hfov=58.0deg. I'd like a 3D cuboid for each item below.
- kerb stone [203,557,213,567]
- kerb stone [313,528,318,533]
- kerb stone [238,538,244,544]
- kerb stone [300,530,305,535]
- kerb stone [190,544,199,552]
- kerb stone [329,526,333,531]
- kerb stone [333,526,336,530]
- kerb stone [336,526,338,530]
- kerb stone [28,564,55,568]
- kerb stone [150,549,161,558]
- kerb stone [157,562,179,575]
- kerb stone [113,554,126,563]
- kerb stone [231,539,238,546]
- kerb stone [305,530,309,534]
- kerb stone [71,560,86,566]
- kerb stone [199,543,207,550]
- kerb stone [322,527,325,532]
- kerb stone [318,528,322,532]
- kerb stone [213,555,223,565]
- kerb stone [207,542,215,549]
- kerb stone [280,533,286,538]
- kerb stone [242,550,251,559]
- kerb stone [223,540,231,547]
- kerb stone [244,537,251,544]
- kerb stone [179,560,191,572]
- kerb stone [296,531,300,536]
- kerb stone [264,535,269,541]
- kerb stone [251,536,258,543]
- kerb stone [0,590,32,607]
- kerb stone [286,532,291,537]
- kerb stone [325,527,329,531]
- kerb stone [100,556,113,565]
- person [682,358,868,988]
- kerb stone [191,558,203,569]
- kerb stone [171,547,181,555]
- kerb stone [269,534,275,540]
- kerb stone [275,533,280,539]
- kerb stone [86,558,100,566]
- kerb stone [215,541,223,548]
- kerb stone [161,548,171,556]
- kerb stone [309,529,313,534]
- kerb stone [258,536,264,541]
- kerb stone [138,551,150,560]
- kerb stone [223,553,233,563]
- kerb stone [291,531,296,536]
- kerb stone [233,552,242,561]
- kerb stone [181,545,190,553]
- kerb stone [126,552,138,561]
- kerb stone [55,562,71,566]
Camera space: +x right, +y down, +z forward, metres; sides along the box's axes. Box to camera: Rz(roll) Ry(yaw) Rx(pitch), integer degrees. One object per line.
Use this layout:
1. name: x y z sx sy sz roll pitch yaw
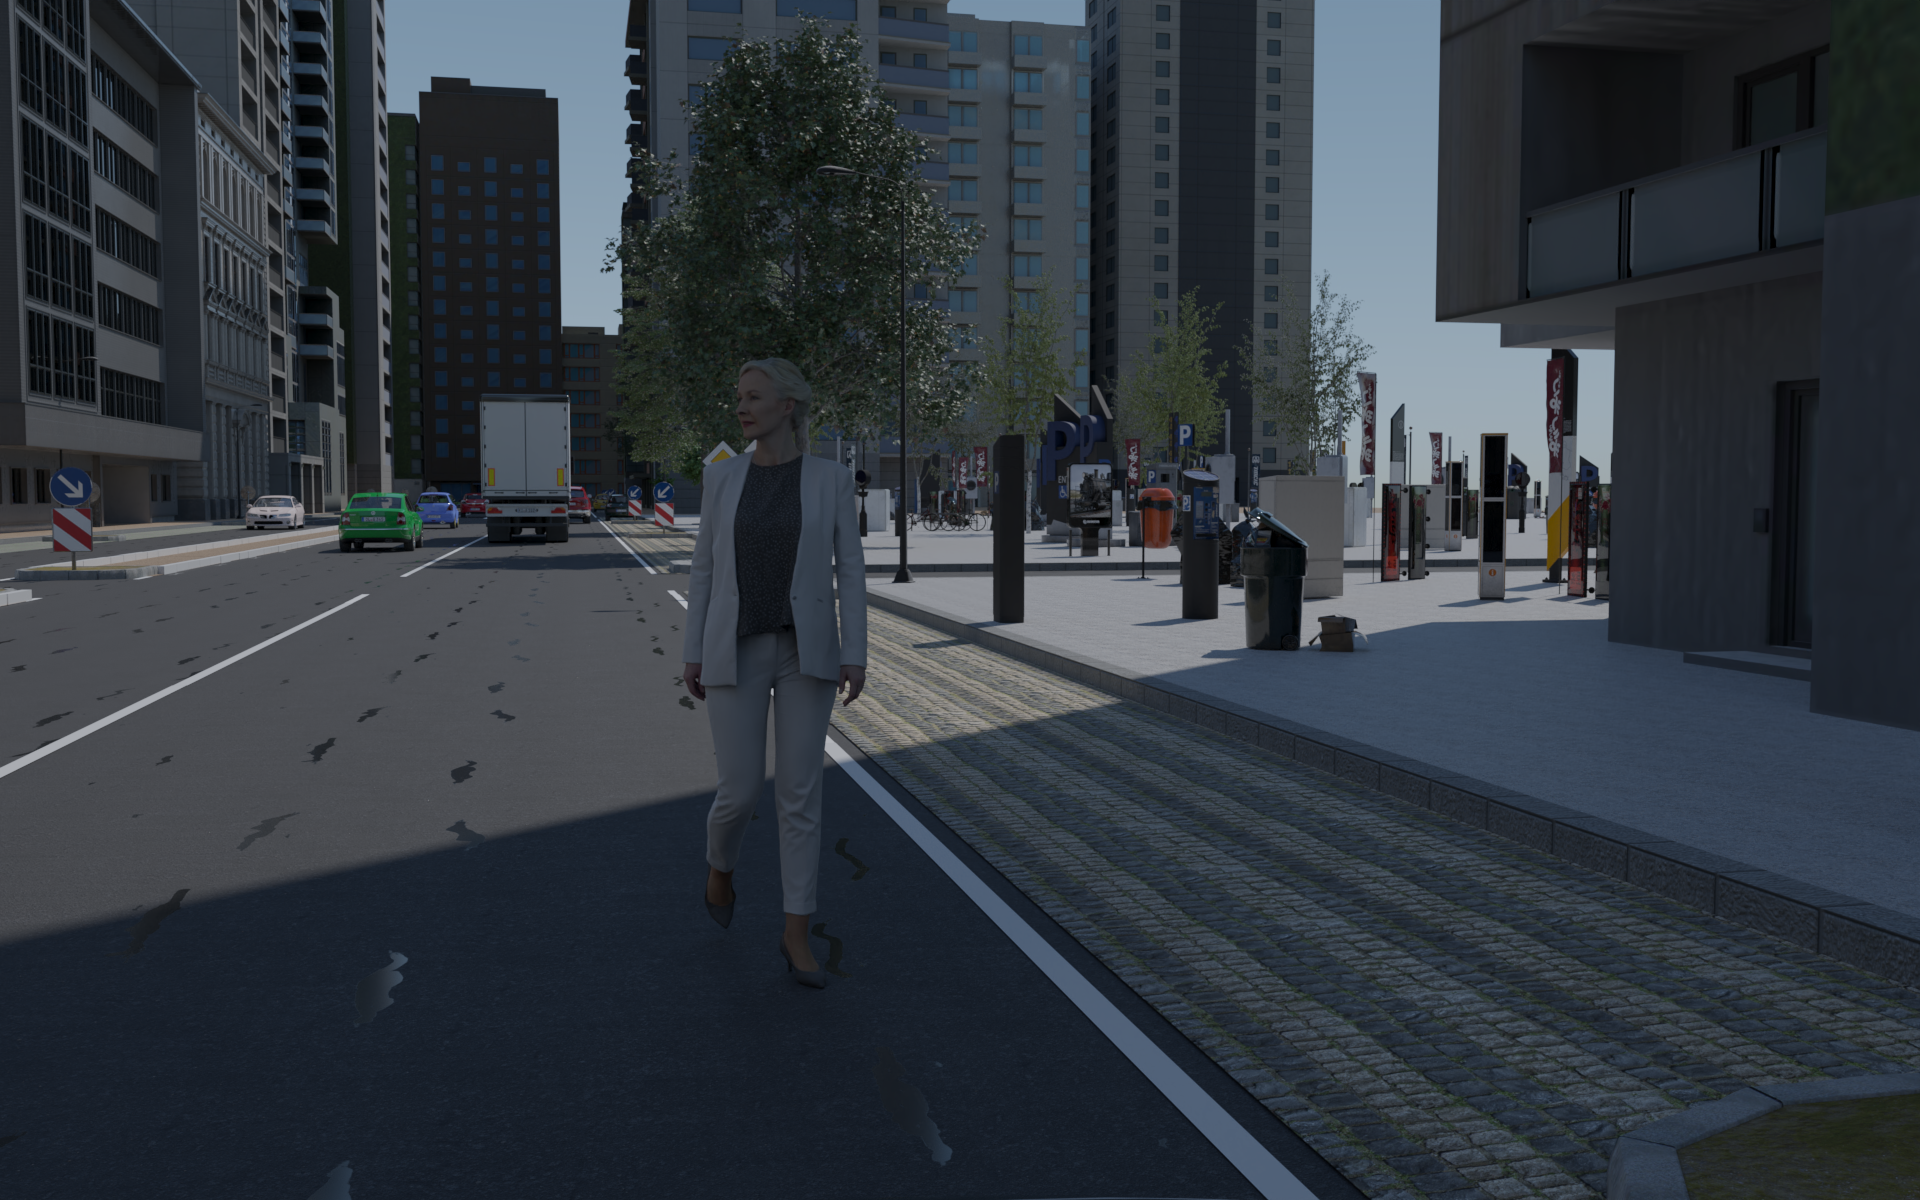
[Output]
1. kerb stone: -15.011 -0.736 34.303 0.120 0.150 1.000 -1 4 -13
2. kerb stone: -23.561 -2.490 62.915 0.120 0.150 1.000 -1 4 -13
3. kerb stone: -20.435 -1.633 48.901 0.120 0.150 1.000 -1 4 -13
4. kerb stone: -22.884 -2.305 59.901 0.120 0.150 1.000 -1 4 -13
5. kerb stone: -19.082 -1.265 42.876 0.120 0.150 1.000 -1 4 -13
6. kerb stone: -24.457 -2.731 66.914 0.120 0.150 1.000 -1 4 -13
7. kerb stone: -24.688 -2.796 67.910 0.120 0.150 1.000 -1 4 -13
8. kerb stone: -24.897 -2.857 68.911 0.120 0.150 1.000 -1 4 -13
9. kerb stone: -16.387 -0.526 30.850 0.120 0.150 1.000 -1 4 -13
10. kerb stone: -18.177 -1.014 38.870 0.120 0.150 1.000 -1 4 -13
11. kerb stone: -14.329 -0.557 31.297 0.120 0.150 1.000 -1 4 -13
12. kerb stone: -17.502 -0.825 35.842 0.120 0.150 1.000 -1 4 -13
13. kerb stone: -20.197 -1.566 47.894 0.120 0.150 1.000 -1 4 -13
14. kerb stone: -23.110 -2.360 60.907 0.120 0.150 1.000 -1 4 -13
15. kerb stone: -16.836 -0.648 32.848 0.120 0.150 1.000 -1 4 -13
16. kerb stone: -19.297 -1.326 43.875 0.120 0.150 1.000 -1 4 -13
17. kerb stone: -24.018 -2.610 64.910 0.120 0.150 1.000 -1 4 -13
18. kerb stone: -23.785 -2.544 63.913 0.120 0.150 1.000 -1 4 -13
19. kerb stone: -15.237 -0.799 35.300 0.120 0.150 1.000 -1 4 -13
20. kerb stone: -19.526 -1.387 44.878 0.120 0.150 1.000 -1 4 -13
21. kerb stone: -21.989 -2.062 55.905 0.120 0.150 1.000 -1 4 -13
22. kerb stone: -15.904 -0.983 38.313 0.120 0.150 1.000 -1 4 -13
23. kerb stone: -19.975 -1.510 46.887 0.120 0.150 1.000 -1 4 -13
24. kerb stone: -20.651 -1.690 49.901 0.120 0.150 1.000 -1 4 -13
25. kerb stone: -14.559 -0.618 32.306 0.120 0.150 1.000 -1 4 -13
26. kerb stone: -22.667 -2.244 58.901 0.120 0.150 1.000 -1 4 -13
27. kerb stone: -21.320 -1.878 52.895 0.120 0.150 1.000 -1 4 -13
28. kerb stone: -20.869 -1.756 50.899 0.120 0.150 1.000 -1 4 -13
29. kerb stone: -12.423 -0.033 22.772 0.120 0.150 1.000 -1 4 -13
30. kerb stone: -22.218 -2.123 56.902 0.120 0.150 1.000 -1 4 -13
31. kerb stone: -24.237 -2.674 65.913 0.120 0.150 1.000 -1 4 -13
32. kerb stone: -17.284 -0.769 34.843 0.120 0.150 1.000 -1 4 -13
33. person: -0.586 0.187 5.322 0.514 1.842 0.818 -1 4 -20
34. kerb stone: -14.786 -0.680 33.306 0.120 0.150 1.000 -1 4 -13
35. kerb stone: -18.630 -1.141 40.868 0.120 0.150 1.000 -1 4 -13
36. kerb stone: -21.541 -1.933 53.894 0.120 0.150 1.000 -1 4 -13
37. kerb stone: -21.775 -2.001 54.906 0.120 0.150 1.000 -1 4 -13
38. kerb stone: -17.052 -0.713 33.847 0.120 0.150 1.000 -1 4 -13
39. kerb stone: -19.750 -1.449 45.890 0.120 0.150 1.000 -1 4 -13
40. kerb stone: -18.401 -1.081 39.871 0.120 0.150 1.000 -1 4 -13
41. kerb stone: -23.343 -2.422 61.904 0.120 0.150 1.000 -1 4 -13
42. kerb stone: -21.096 -1.817 51.897 0.120 0.150 1.000 -1 4 -13
43. kerb stone: -17.957 -0.958 37.864 0.120 0.150 1.000 -1 4 -13
44. kerb stone: -15.451 -0.862 36.300 0.120 0.150 1.000 -1 4 -13
45. kerb stone: -22.443 -2.184 57.903 0.120 0.150 1.000 -1 4 -13
46. kerb stone: -15.688 -0.924 37.304 0.120 0.150 1.000 -1 4 -13
47. kerb stone: -18.857 -1.204 41.879 0.120 0.150 1.000 -1 4 -13
48. kerb stone: -17.729 -0.897 36.854 0.120 0.150 1.000 -1 4 -13
49. kerb stone: -16.606 -0.590 31.848 0.120 0.150 1.000 -1 4 -13
